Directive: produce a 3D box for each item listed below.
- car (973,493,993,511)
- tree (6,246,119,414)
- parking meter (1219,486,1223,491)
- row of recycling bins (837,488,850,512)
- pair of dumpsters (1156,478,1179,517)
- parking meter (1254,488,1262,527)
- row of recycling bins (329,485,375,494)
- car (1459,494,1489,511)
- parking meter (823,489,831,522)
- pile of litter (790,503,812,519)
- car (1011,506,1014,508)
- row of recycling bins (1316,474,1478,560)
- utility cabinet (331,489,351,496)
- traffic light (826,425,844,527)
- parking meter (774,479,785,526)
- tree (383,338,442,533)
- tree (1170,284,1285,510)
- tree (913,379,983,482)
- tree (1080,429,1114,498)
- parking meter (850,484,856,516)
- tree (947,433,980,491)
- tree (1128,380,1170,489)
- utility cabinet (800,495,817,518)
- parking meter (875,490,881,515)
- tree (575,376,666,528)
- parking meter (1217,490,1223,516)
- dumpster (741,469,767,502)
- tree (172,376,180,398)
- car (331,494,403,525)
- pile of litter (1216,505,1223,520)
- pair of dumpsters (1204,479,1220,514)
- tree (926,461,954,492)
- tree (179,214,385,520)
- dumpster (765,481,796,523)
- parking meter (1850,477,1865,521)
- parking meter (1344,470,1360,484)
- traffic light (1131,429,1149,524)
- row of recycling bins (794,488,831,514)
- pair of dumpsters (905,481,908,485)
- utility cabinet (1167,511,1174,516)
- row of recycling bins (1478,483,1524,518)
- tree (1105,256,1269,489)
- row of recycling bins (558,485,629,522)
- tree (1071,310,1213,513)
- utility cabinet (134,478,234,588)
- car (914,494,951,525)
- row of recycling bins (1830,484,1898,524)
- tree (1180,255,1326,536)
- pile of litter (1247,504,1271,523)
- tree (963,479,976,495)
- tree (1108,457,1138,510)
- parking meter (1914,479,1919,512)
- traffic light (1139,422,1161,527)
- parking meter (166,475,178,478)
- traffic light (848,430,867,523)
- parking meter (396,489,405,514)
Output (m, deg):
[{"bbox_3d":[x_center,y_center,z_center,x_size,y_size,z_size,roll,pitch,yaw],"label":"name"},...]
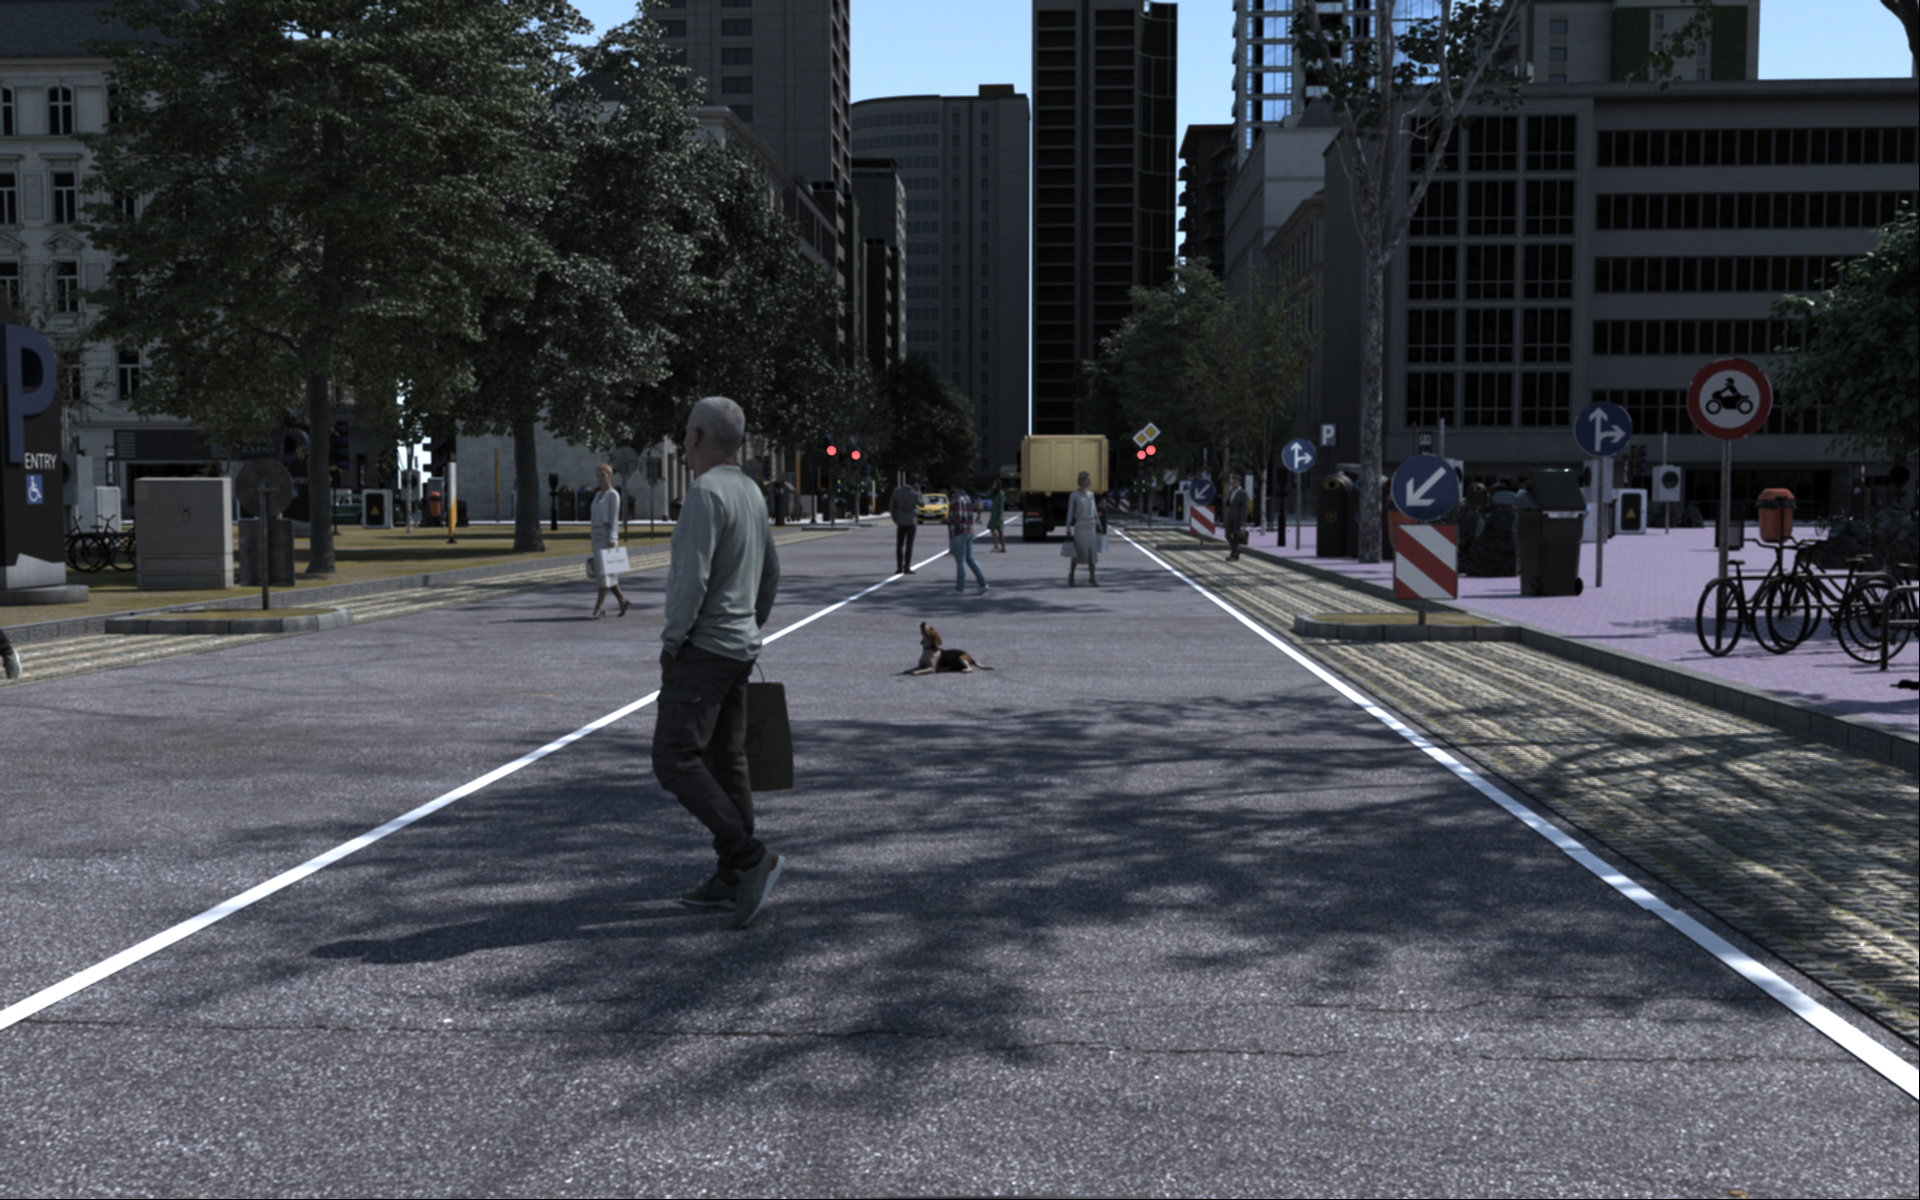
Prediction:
[{"bbox_3d":[2.039,-8.235,144.231,1.945,1.707,3.694,0,4,4],"label":"car"},{"bbox_3d":[-28.078,-6.241,52.405,4.360,8.622,3.978,0,3,0],"label":"tree"},{"bbox_3d":[15.477,-5.914,102.400,0.399,1.863,0.255,2,4,24],"label":"parking meter"},{"bbox_3d":[-9.481,-7.106,123.301,3.534,1.692,1.069,1,4,12],"label":"row of recycling bins"},{"bbox_3d":[11.846,-5.768,96.799,1.574,2.255,4.437,0,4,3],"label":"pair of dumpsters"},{"bbox_3d":[11.777,-3.654,68.161,0.372,1.533,0.369,0,3,0],"label":"parking meter"},{"bbox_3d":[-28.850,-4.470,80.201,3.534,1.692,1.069,-3,5,-40],"label":"row of recycling bins"},{"bbox_3d":[21.204,-3.737,71.319,3.980,1.641,2.015,0,4,3],"label":"car"},{"bbox_3d":[-6.217,-4.421,80.696,0.372,1.533,0.369,0,3,0],"label":"parking meter"},{"bbox_3d":[-8.217,-4.679,90.461,1.176,0.858,1.719,3,4,38],"label":"pile of litter"},{"bbox_3d":[4.669,-10.206,178.672,2.131,1.459,4.920,0,4,3],"label":"car"},{"bbox_3d":[8.461,-1.666,34.357,1.069,1.692,3.534,-2,4,-32],"label":"row of recycling bins"},{"bbox_3d":[-27.871,-4.216,77.603,1.173,1.500,0.318,0,4,8],"label":"utility cabinet"},{"bbox_3d":[-4.995,-4.847,68.176,0.839,4.253,0.868,0,4,3],"label":"traffic light"},{"bbox_3d":[-7.217,-3.887,69.269,0.255,1.863,0.399,2,4,35],"label":"parking meter"},{"bbox_3d":[-18.253,-6.495,56.557,4.737,8.622,4.395,0,3,0],"label":"tree"},{"bbox_3d":[9.544,-6.779,61.201,4.360,8.622,3.978,0,3,0],"label":"tree"},{"bbox_3d":[-1.329,-15.451,170.748,7.486,12.596,7.792,0,3,0],"label":"tree"},{"bbox_3d":[19.591,-18.681,222.442,9.611,12.733,9.660,0,3,0],"label":"tree"},{"bbox_3d":[-6.122,-5.782,100.239,0.399,1.863,0.255,1,4,19],"label":"parking meter"},{"bbox_3d":[-0.149,-14.350,184.981,4.360,8.622,3.978,0,3,0],"label":"tree"},{"bbox_3d":[12.493,-9.474,105.265,4.360,8.622,3.978,0,3,0],"label":"tree"},{"bbox_3d":[-8.097,-4.946,92.024,1.020,1.237,0.306,2,4,31],"label":"utility cabinet"},{"bbox_3d":[-4.948,-5.879,104.531,0.372,1.533,0.369,0,3,0],"label":"parking meter"},{"bbox_3d":[-12.762,-7.047,65.579,4.360,8.622,3.978,0,3,0],"label":"tree"},{"bbox_3d":[14.054,-5.211,93.617,0.372,1.533,0.369,0,3,0],"label":"parking meter"},{"bbox_3d":[-8.120,-3.812,64.818,1.502,2.255,1.985,0,4,4],"label":"dumpster"},{"bbox_3d":[-27.539,-7.011,64.998,4.737,8.622,4.395,0,3,0],"label":"tree"},{"bbox_3d":[-25.991,-3.743,72.993,4.920,1.459,2.131,0,4,4],"label":"car"},{"bbox_3d":[13.306,-4.481,87.229,1.719,0.858,1.176,0,4,6],"label":"pile of litter"},{"bbox_3d":[12.820,-5.449,91.584,1.574,2.255,4.437,0,4,3],"label":"pair of dumpsters"},{"bbox_3d":[-1.531,-10.790,160.135,4.285,4.588,4.351,0,3,0],"label":"tree"},{"bbox_3d":[-17.835,-5.806,45.288,4.737,8.622,4.395,0,3,0],"label":"tree"},{"bbox_3d":[-8.195,-4.460,78.682,1.264,1.857,1.865,0,4,3],"label":"dumpster"},{"bbox_3d":[30.560,-3.259,58.993,0.399,1.863,0.255,3,4,36],"label":"parking meter"},{"bbox_3d":[9.475,-2.210,41.853,0.399,1.863,0.255,2,4,25],"label":"parking meter"},{"bbox_3d":[7.867,-5.291,75.431,0.839,4.253,0.868,0,4,3],"label":"traffic light"},{"bbox_3d":[-10.280,-6.494,113.292,3.534,1.692,1.069,-2,4,-34],"label":"row of recycling bins"},{"bbox_3d":[-4.387,-7.747,129.156,1.574,2.255,4.437,0,4,3],"label":"pair of dumpsters"},{"bbox_3d":[12.550,-5.538,101.716,0.306,1.237,1.020,2,4,35],"label":"utility cabinet"},{"bbox_3d":[19.672,-3.330,61.559,3.534,1.692,1.069,3,4,39],"label":"row of recycling bins"},{"bbox_3d":[10.764,-10.049,82.424,7.486,12.596,7.792,0,3,0],"label":"tree"},{"bbox_3d":[-17.219,-4.542,81.376,3.534,1.692,1.069,1,4,13],"label":"row of recycling bins"},{"bbox_3d":[12.846,-12.989,119.028,9.857,13.997,8.962,0,3,0],"label":"tree"},{"bbox_3d":[-10.438,-0.894,23.294,1.173,1.500,0.318,0,4,-2],"label":"utility cabinet"},{"bbox_3d":[-1.268,-4.421,82.512,2.015,1.641,3.980,0,4,4],"label":"car"},{"bbox_3d":[38.877,-4.107,74.262,3.534,1.692,1.069,-1,4,-21],"label":"row of recycling bins"},{"bbox_3d":[9.225,-6.312,53.558,4.737,8.622,4.395,0,3,0],"label":"tree"},{"bbox_3d":[13.133,-3.891,77.578,1.719,0.858,1.176,1,4,13],"label":"pile of litter"},{"bbox_3d":[1.289,-14.152,225.989,1.663,3.219,1.824,0,3,0],"label":"tree"},{"bbox_3d":[14.222,-9.558,139.980,4.285,4.588,4.351,0,3,0],"label":"tree"},{"bbox_3d":[36.181,-3.639,65.204,0.255,1.863,0.399,-3,5,-44],"label":"parking meter"},{"bbox_3d":[7.395,-4.804,67.460,0.839,4.253,0.868,0,4,3],"label":"traffic light"},{"bbox_3d":[-24.687,-2.964,54.177,0.399,1.863,0.255,1,4,19],"label":"parking meter"},{"bbox_3d":[-4.523,-5.335,76.147,0.839,4.253,0.868,0,4,3],"label":"traffic light"},{"bbox_3d":[-25.526,-4.322,79.078,0.372,1.533,0.369,0,3,0],"label":"parking meter"}]
